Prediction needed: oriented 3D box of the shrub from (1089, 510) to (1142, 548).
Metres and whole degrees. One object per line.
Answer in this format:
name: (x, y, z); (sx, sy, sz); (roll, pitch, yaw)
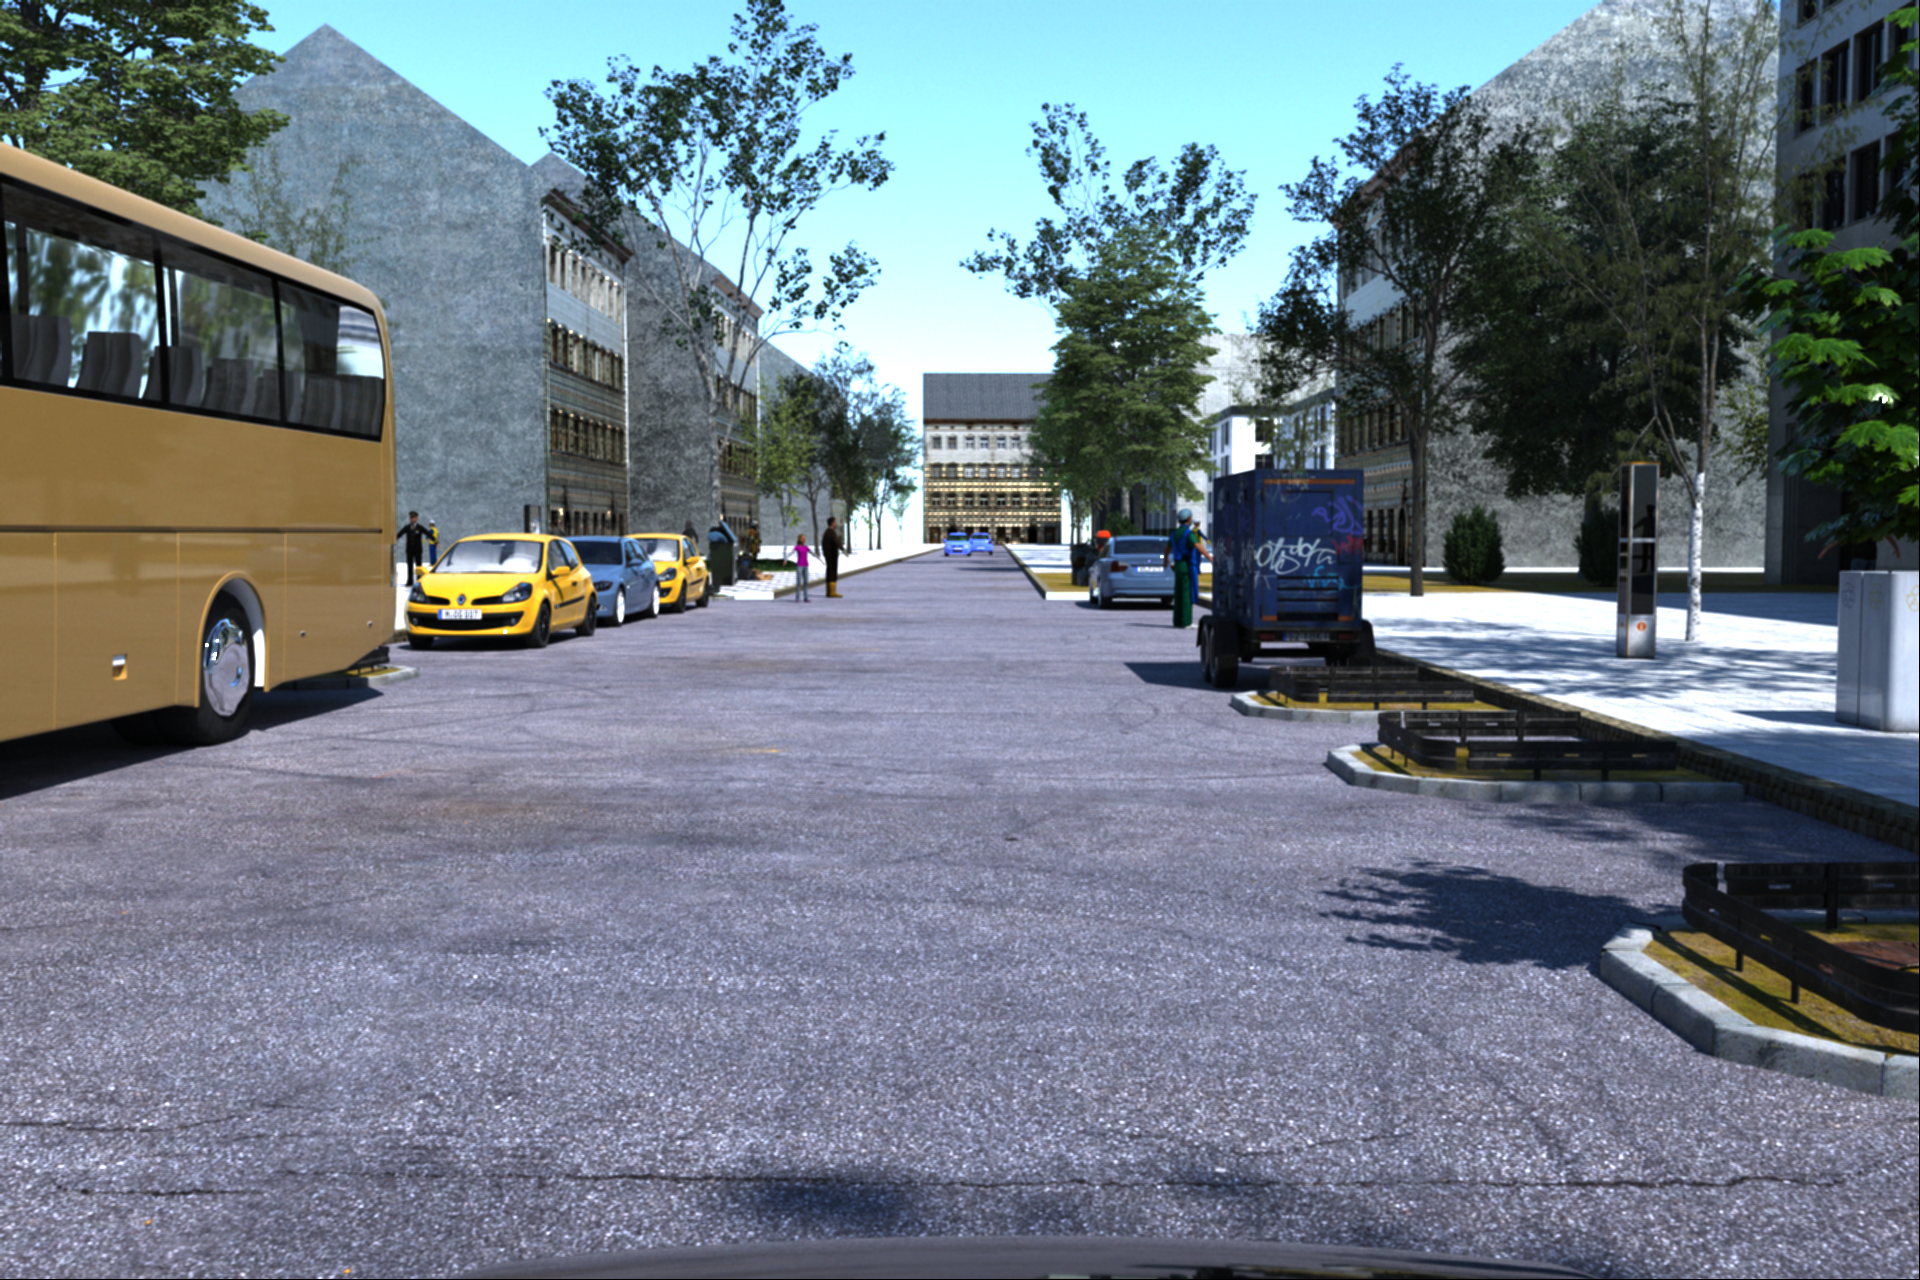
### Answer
shrub: (4.961, -3.108, 54.863); (1.661, 2.075, 1.752); (0, 3, 0)

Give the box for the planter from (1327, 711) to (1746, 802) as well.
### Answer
planter: (3.246, 0.664, 10.289); (1.991, 0.319, 1.994); (0, 4, 2)

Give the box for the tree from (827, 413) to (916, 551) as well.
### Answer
tree: (-7.189, -12.236, 134.467); (8.767, 10.594, 7.601); (3, 4, 38)

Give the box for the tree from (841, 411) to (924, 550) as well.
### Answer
tree: (-6.801, -13.336, 143.801); (9.928, 11.665, 9.643); (0, 3, 0)

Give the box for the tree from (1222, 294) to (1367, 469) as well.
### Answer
tree: (9.723, -6.321, 53.707); (4.360, 8.622, 3.978); (0, 3, 0)

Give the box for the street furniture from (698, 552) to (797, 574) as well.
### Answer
street furniture: (-9.924, -2.532, 57.018); (10.072, 0.657, 5.734); (-3, 5, -42)

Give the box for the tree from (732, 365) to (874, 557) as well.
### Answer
tree: (-8.147, -9.860, 95.628); (7.601, 10.594, 8.767); (2, 4, 31)

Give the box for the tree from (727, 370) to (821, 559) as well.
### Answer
tree: (-7.991, -7.751, 77.093); (4.737, 8.622, 4.395); (0, 3, 0)

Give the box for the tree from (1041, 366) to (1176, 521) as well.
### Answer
tree: (8.133, -9.673, 92.564); (8.767, 10.594, 7.601); (2, 4, 32)

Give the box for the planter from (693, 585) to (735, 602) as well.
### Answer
planter: (-5.972, -1.016, 37.745); (1.991, 0.319, 1.994); (0, 4, 2)

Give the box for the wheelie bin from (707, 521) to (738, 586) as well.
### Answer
wheelie bin: (-5.888, -2.143, 42.939); (0.693, 1.594, 0.980); (0, 4, 3)

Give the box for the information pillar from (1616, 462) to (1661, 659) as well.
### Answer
information pillar: (6.975, -0.815, 17.822); (0.304, 2.012, 0.304); (0, 4, 1)

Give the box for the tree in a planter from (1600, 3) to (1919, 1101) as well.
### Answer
tree in a planter: (3.062, -0.483, 5.119); (1.991, 3.239, 1.994); (0, 4, 1)

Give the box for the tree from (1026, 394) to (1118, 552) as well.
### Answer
tree: (8.352, -12.077, 123.208); (9.928, 11.665, 9.643); (0, 3, 0)

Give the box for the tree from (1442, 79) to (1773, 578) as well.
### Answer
tree: (18.476, -8.799, 50.523); (9.857, 13.997, 8.962); (0, 3, 0)

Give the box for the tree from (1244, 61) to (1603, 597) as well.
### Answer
tree: (9.093, -6.166, 35.220); (7.601, 10.594, 8.767); (-2, 4, -27)

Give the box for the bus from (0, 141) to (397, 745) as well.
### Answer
bus: (-6.235, -1.065, 8.963); (2.896, 3.916, 12.252); (0, 4, 1)

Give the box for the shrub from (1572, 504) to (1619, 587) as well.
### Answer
shrub: (15.804, -2.309, 42.175); (1.690, 2.028, 1.600); (0, 3, 0)

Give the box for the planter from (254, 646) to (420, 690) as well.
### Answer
planter: (-6.408, 0.262, 16.857); (1.991, 0.319, 1.994); (0, 4, 1)

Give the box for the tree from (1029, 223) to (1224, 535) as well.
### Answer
tree: (6.244, -8.921, 63.983); (7.486, 12.596, 7.792); (0, 3, 0)

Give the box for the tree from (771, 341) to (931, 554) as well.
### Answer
tree: (-7.089, -12.203, 109.889); (12.009, 13.543, 11.850); (0, 3, 0)

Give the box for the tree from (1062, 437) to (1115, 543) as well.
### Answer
tree: (8.297, -10.056, 114.770); (4.737, 8.622, 4.395); (0, 3, 0)

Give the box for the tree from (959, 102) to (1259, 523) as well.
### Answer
tree: (6.023, -13.585, 78.010); (12.611, 20.169, 13.585); (0, 3, 0)

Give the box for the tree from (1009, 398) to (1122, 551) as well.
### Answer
tree: (8.802, -13.707, 134.476); (12.009, 13.543, 11.850); (0, 3, 0)

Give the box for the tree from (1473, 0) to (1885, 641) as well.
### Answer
tree: (8.909, -4.278, 20.308); (4.360, 8.622, 3.978); (0, 3, 0)

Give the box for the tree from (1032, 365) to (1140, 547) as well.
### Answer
tree: (8.024, -10.958, 104.916); (9.928, 11.665, 9.643); (0, 3, 0)

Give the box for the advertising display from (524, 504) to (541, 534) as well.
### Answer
advertising display: (-9.378, -2.008, 38.050); (0.123, 1.923, 0.974); (0, 4, 1)

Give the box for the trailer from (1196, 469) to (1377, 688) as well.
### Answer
trailer: (3.079, -0.619, 17.167); (1.471, 1.999, 3.904); (0, 4, 0)

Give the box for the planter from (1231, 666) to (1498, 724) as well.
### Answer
planter: (3.251, 0.432, 14.072); (1.991, 0.319, 1.994); (0, 4, 0)

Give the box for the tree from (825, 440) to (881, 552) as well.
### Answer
tree: (-7.273, -10.392, 120.267); (4.737, 8.622, 4.395); (0, 3, 0)

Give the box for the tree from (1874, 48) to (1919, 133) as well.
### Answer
tree: (9.469, -5.279, 12.072); (9.928, 11.665, 9.643); (0, 3, 0)

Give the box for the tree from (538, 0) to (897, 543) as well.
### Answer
tree: (-8.134, -12.389, 58.449); (12.611, 20.169, 13.585); (0, 3, 0)

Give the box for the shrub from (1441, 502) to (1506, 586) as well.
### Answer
shrub: (12.807, -2.390, 43.122); (1.661, 2.075, 1.752); (0, 3, 0)

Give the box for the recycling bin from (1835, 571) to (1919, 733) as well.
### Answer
recycling bin: (6.337, 0.065, 11.490); (0.722, 1.027, 0.722); (0, 4, 1)
